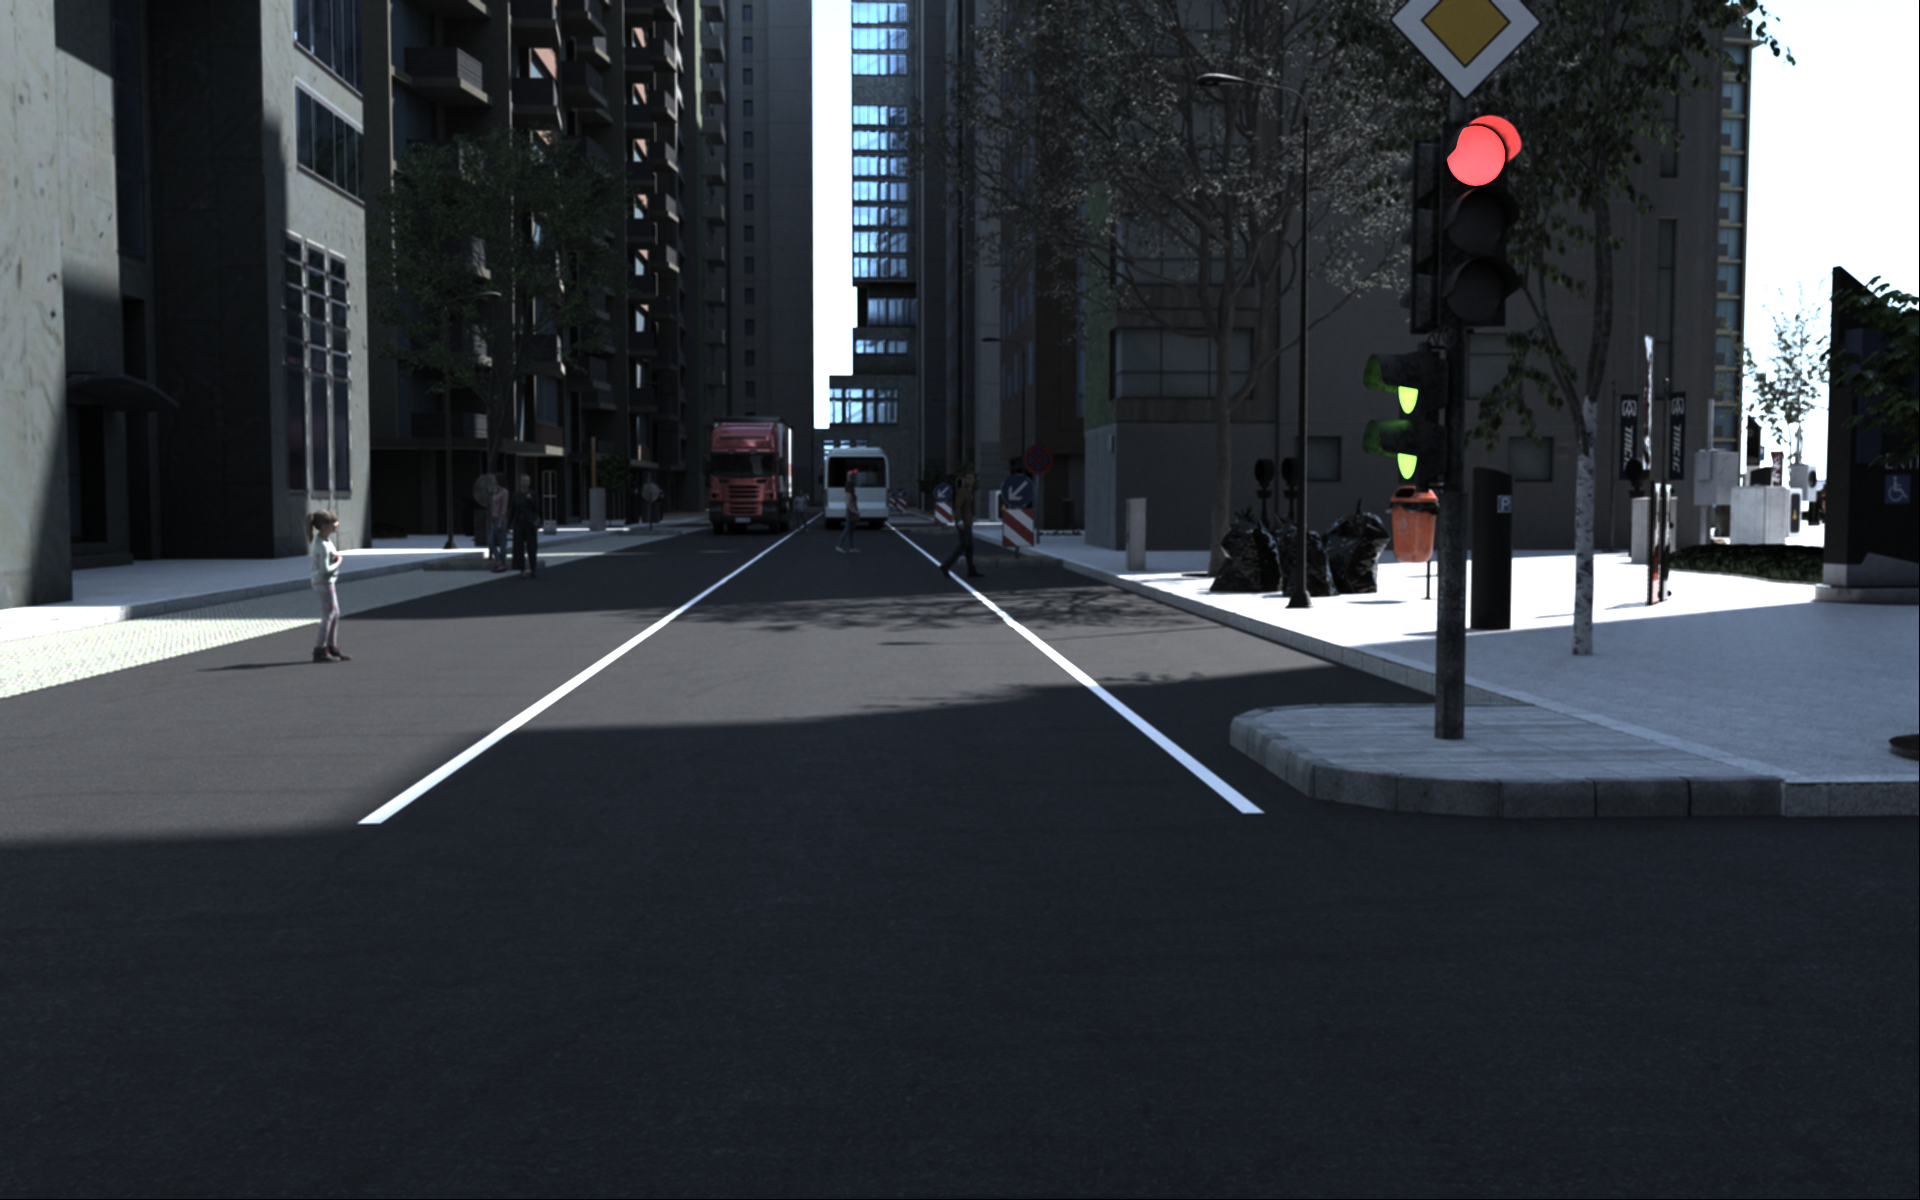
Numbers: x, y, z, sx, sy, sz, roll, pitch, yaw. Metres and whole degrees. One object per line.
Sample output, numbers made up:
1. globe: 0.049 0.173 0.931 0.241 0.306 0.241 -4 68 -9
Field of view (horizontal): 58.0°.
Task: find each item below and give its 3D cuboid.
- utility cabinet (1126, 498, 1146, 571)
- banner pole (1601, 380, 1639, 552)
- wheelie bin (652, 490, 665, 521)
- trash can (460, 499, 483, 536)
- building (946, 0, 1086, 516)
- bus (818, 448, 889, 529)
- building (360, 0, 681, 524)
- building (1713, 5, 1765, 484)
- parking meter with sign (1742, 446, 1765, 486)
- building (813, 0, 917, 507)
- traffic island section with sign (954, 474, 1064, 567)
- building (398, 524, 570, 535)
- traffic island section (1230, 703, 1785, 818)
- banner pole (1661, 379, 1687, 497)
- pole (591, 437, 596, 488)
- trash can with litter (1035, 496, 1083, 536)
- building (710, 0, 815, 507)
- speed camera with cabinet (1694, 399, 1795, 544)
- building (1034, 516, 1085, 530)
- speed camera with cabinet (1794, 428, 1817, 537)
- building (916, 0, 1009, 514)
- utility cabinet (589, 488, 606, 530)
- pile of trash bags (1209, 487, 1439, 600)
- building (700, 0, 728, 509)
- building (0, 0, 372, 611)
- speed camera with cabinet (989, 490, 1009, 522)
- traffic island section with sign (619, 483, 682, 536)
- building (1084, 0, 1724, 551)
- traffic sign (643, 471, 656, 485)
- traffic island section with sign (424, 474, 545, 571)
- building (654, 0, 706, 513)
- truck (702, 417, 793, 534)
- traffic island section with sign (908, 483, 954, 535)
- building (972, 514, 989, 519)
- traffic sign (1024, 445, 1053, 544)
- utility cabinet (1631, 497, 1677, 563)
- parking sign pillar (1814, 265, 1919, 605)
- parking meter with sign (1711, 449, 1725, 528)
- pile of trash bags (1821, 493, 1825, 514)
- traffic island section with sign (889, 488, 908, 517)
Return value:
1. utility cabinet: 2.962 -1.108 29.275 0.306 1.237 1.020 0 4 3
2. banner pole: 14.601 -2.947 38.199 0.863 3.779 0.401 -1 4 -17
3. wheelie bin: -14.583 -4.606 83.222 0.693 1.594 0.980 0 4 7
4. trash can: -14.810 -2.506 52.634 0.748 1.137 0.748 0 3 0
5. building: 6.292 -28.965 123.691 14.600 45.320 14.200 0 4 -4
6. bus: -4.641 -4.903 75.031 2.948 3.499 13.247 0 4 -5
7. building: -27.669 -27.055 96.968 22.147 44.769 28.867 0 4 -4
8. building: 53.732 -30.394 151.560 28.867 44.769 22.147 0 4 -4
9. parking meter with sign: 28.869 -4.098 63.261 0.543 3.016 1.738 1 4 12
10. building: 0.430 -52.965 178.657 31.000 86.520 22.319 0 4 -4
11. traffic island section with sign: 0.981 -1.599 34.766 1.989 1.847 2.006 0 4 -4
12. building: -25.652 -25.143 65.710 22.147 44.769 28.867 0 4 -4
13. traffic island section: 2.597 0.805 9.117 2.009 0.180 2.903 0 4 -4
14. banner pole: 15.418 -2.906 37.536 0.401 3.779 0.863 -1 4 -17
15. pole: -13.045 -4.152 61.728 0.158 3.312 0.155 0 3 0
16. trash can with litter: 2.913 -2.628 54.021 2.233 1.210 1.678 0 4 5
17. building: -29.064 -38.827 176.823 28.212 58.520 21.231 0 4 -4
18. speed camera with cabinet: 16.026 -2.522 35.569 0.660 3.252 2.038 -1 4 -18
19. building: 9.066 -25.500 67.042 14.600 45.320 14.200 0 4 -4
20. speed camera with cabinet: 24.899 -3.509 51.701 2.038 3.252 0.660 -3 5 -43
21. building: 6.845 -36.869 144.813 21.231 58.520 28.212 0 4 -4
22. utility cabinet: -12.690 -3.176 60.602 0.318 1.500 1.173 0 4 2
23. pile of trash bags: 4.781 -0.758 22.143 1.912 1.369 3.447 -2 4 -31
24. building: -35.180 -32.105 144.528 30.456 49.044 23.786 0 4 -4
25. building: -22.132 -43.413 22.478 22.319 86.520 31.000 0 4 -4
26. speed camera with cabinet: 2.350 -5.247 80.124 2.038 3.252 0.660 -2 4 -32
27. traffic island section with sign: -10.749 -3.160 60.299 1.989 1.847 2.006 0 4 -4
28. building: 10.078 -22.109 45.085 14.154 41.232 14.086 0 4 -4
29. traffic sign: -13.935 -4.627 77.774 0.606 2.300 0.079 0 4 1
30. traffic island section with sign: -9.007 -1.493 33.039 1.989 1.847 2.006 0 4 -4
31. building: -25.271 -26.612 118.707 14.154 41.232 14.086 0 4 -4
32. truck: -7.766 -4.652 64.977 2.839 4.237 11.283 0 4 -3
33. traffic island section with sign: -0.749 -3.247 61.720 1.989 1.847 2.006 0 4 -4
34. building: 10.633 -34.272 102.354 21.231 58.520 28.212 0 4 -4
35. traffic sign: 2.017 -2.728 44.705 0.768 2.556 0.104 0 4 -2
36. utility cabinet: 12.900 -1.289 32.237 0.306 1.237 1.020 -1 4 -11
37. parking sign pillar: 11.003 -1.963 20.568 1.447 3.967 1.447 -1 4 -12
38. parking meter with sign: 28.751 -4.261 65.931 0.543 3.016 1.738 2 4 27
39. pile of trash bags: 34.455 -3.443 66.048 1.912 1.369 3.447 -2 4 -28
40. traffic island section with sign: -3.870 -6.244 110.711 1.989 1.847 2.006 0 4 -4
